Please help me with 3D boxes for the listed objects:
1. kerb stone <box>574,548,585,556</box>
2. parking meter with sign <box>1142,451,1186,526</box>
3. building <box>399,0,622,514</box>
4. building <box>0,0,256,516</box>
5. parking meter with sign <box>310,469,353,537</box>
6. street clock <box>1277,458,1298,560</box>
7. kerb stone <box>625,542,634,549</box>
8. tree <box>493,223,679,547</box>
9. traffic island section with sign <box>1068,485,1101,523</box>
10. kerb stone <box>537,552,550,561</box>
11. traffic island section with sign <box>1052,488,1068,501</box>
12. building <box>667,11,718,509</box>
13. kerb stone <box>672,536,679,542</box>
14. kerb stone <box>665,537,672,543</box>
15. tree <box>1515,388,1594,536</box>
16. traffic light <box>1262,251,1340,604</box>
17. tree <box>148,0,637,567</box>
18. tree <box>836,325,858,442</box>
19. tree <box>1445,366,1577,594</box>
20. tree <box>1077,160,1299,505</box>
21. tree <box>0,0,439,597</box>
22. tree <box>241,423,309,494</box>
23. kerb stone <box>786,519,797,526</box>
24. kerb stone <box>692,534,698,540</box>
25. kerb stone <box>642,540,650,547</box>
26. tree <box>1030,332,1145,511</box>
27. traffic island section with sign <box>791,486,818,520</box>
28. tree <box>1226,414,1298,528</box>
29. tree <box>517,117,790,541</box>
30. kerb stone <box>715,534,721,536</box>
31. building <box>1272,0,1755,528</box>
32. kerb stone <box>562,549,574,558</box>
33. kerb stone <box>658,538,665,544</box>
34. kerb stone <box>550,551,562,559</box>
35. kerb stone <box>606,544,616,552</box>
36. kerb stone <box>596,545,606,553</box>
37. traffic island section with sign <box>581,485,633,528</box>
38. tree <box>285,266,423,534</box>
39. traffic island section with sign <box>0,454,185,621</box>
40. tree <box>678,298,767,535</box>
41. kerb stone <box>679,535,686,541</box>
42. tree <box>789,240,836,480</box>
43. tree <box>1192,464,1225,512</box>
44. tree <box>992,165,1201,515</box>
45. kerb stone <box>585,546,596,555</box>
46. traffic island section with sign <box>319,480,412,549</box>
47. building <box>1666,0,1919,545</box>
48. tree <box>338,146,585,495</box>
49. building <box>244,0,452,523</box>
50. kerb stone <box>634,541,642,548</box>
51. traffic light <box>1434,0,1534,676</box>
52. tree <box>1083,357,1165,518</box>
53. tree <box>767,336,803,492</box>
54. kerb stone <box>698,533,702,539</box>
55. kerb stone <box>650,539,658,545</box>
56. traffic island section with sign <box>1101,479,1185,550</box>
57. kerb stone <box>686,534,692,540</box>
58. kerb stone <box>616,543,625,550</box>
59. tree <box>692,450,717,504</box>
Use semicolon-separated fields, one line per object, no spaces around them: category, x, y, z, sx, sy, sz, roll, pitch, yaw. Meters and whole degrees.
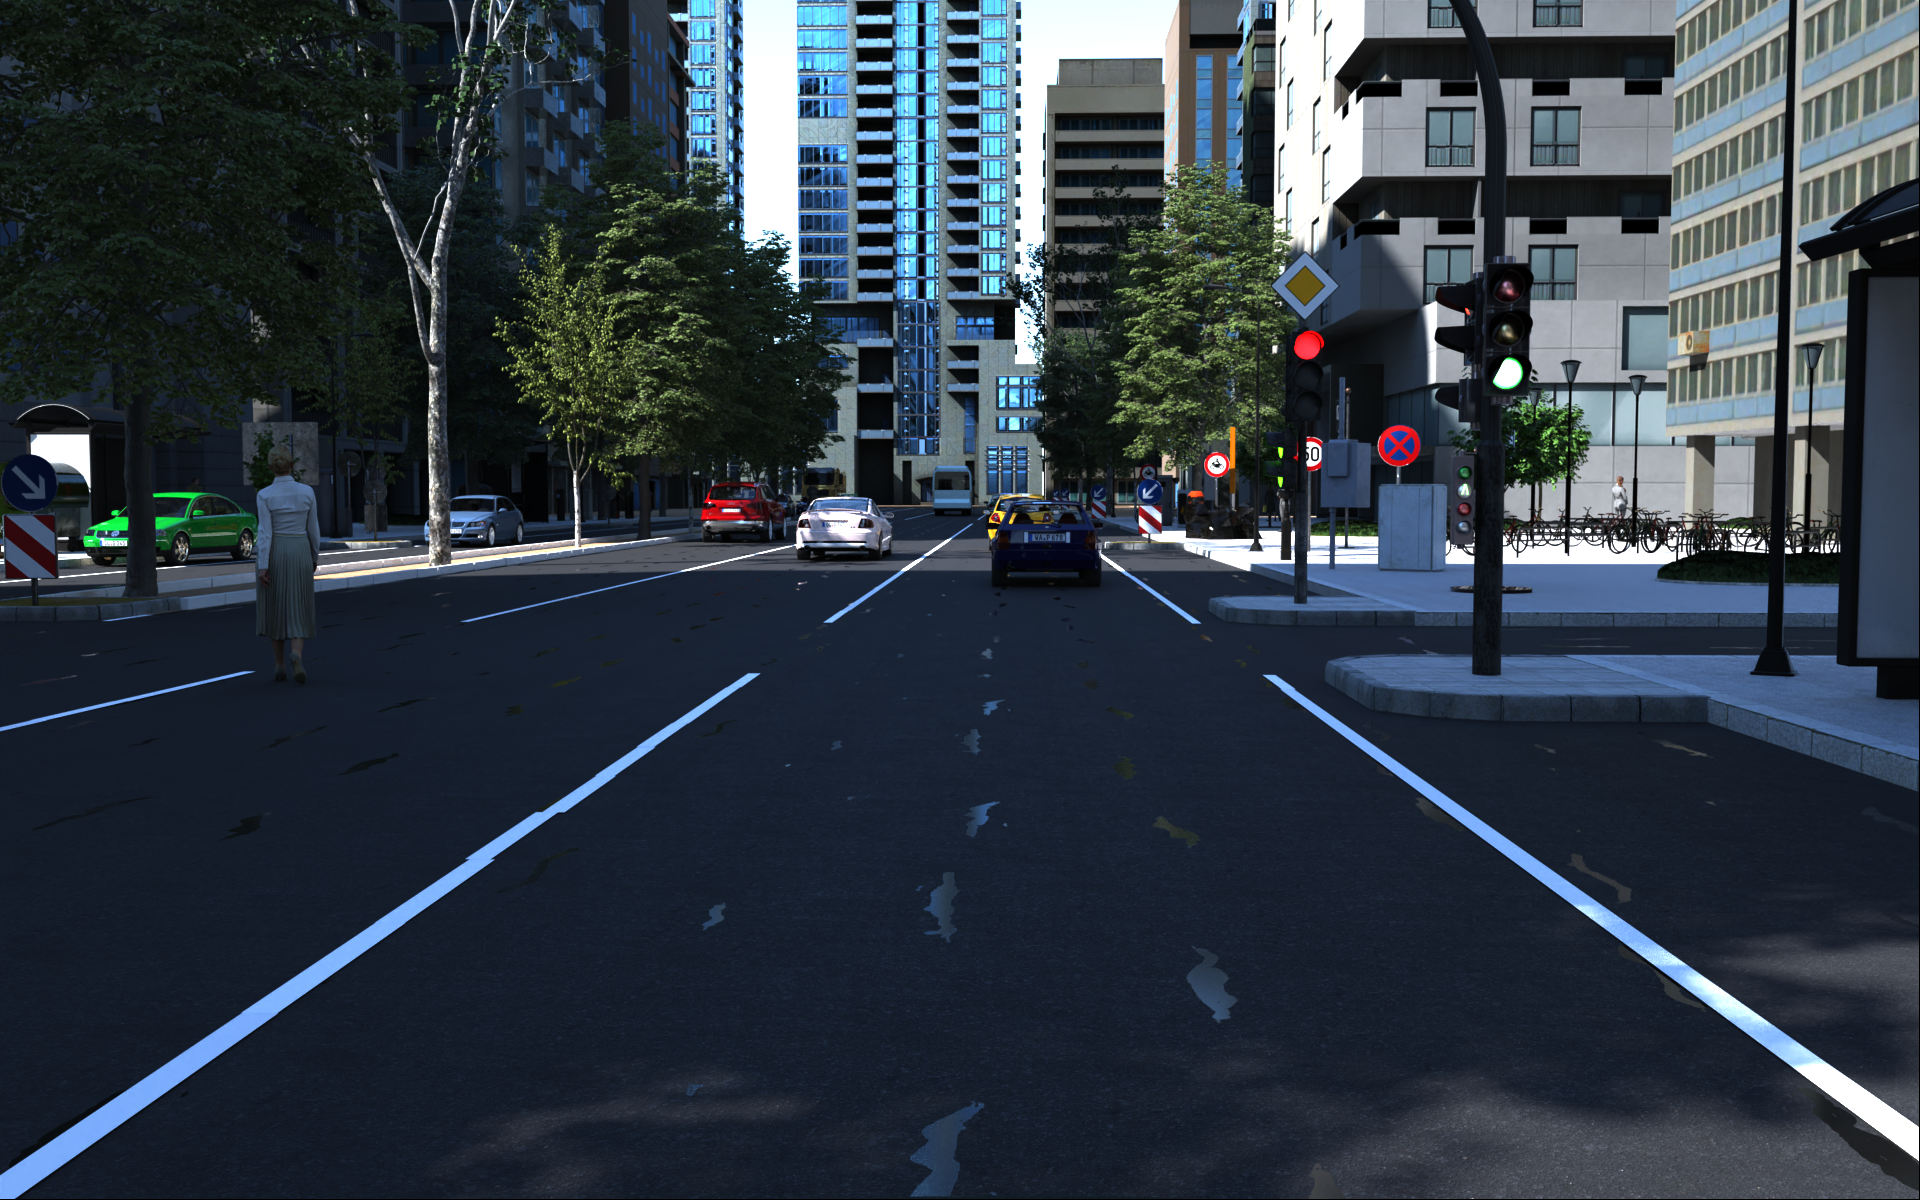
kerb stone;-8.953;-1.105;40.268;0.120;0.150;1.000;0;4;2
parking meter with sign;8.207;-4.498;69.806;1.738;3.016;0.543;0;4;5
building;-35.825;-30.125;112.147;23.786;49.044;30.456;0;4;2
building;-37.436;-31.057;49.778;21.231;58.520;28.212;0;4;2
parking meter with sign;-19.104;-3.405;51.938;1.738;3.016;0.543;1;4;11
street clock;6.324;-1.772;33.544;0.471;2.002;0.358;0;3;0
kerb stone;-8.790;-1.420;45.417;0.120;0.150;1.000;0;4;2
tree;-10.218;-5.699;46.000;4.737;8.622;4.395;0;3;0
traffic island section with sign;5.723;-3.957;73.324;1.989;1.847;2.006;0;4;2
kerb stone;-9.057;-0.917;37.195;0.120;0.150;1.000;0;4;2
traffic island section with sign;7.310;-6.978;122.716;1.989;1.847;2.006;0;4;2
building;-37.337;-30.521;153.647;28.867;44.769;22.147;0;4;2
kerb stone;-8.593;-1.796;51.562;0.120;0.150;1.000;0;4;2
kerb stone;-8.628;-1.733;50.537;0.120;0.150;1.000;0;4;2
tree;18.042;-4.295;53.929;4.285;4.588;4.351;0;3;0
traffic light;3.980;-1.914;20.223;0.839;4.253;0.868;0;4;2
tree;-11.425;-10.768;34.397;12.611;20.169;13.585;0;3;0
tree;-8.573;-9.704;79.244;7.486;12.596;7.792;0;3;0
tree;6.882;-1.712;22.598;1.663;3.219;1.824;0;3;0
tree;8.582;-8.647;59.502;7.486;12.596;7.792;0;3;0
tree;-10.881;-6.256;22.875;7.486;12.596;7.792;0;3;0
tree;-18.725;-3.201;46.933;1.663;3.219;1.824;0;3;0
kerb stone;-7.700;-3.488;79.244;0.120;0.150;1.000;0;4;2
kerb stone;-8.490;-1.984;54.632;0.120;0.150;1.000;0;4;2
kerb stone;-8.726;-1.546;47.466;0.120;0.150;1.000;0;4;2
tree;9.961;-13.898;133.893;9.857;13.997;8.962;0;3;0
traffic island section with sign;-8.223;-5.347;95.565;2.006;1.907;1.989;0;4;2
tree;11.945;-5.053;66.330;4.285;4.588;4.351;0;3;0
tree;-9.664;-8.074;52.587;7.486;12.596;7.792;0;3;0
kerb stone;-8.323;-2.298;59.773;0.120;0.150;1.000;0;4;2
building;29.686;-29.909;78.253;28.713;52.752;27.495;0;4;2
kerb stone;-8.987;-1.042;39.239;0.120;0.150;1.000;0;4;2
kerb stone;-8.656;-1.671;49.515;0.120;0.150;1.000;0;4;2
kerb stone;-9.022;-0.974;38.217;0.120;0.150;1.000;0;4;2
kerb stone;-8.851;-1.293;43.363;0.120;0.150;1.000;0;4;2
kerb stone;-8.886;-1.231;42.337;0.120;0.150;1.000;0;4;2
traffic island section with sign;-14.995;-3.975;73.625;1.989;1.847;2.006;0;4;2
tree;-19.049;-6.411;55.184;4.737;8.622;4.395;0;3;0
traffic island section with sign;-10.623;-0.754;20.464;2.006;1.907;1.989;0;4;2
tree;-9.268;-6.519;59.400;4.737;8.622;4.395;0;3;0
kerb stone;-8.562;-1.858;52.587;0.120;0.150;1.000;0;4;2
tree;-9.157;-8.920;66.430;7.486;12.596;7.792;0;3;0
tree;13.508;-6.012;92.889;1.663;3.219;1.824;0;3;0
tree;8.188;-15.085;102.534;12.611;20.169;13.585;0;3;0
kerb stone;-8.919;-1.167;41.308;0.120;0.150;1.000;0;4;2
traffic island section with sign;-15.863;-2.316;46.493;1.989;1.847;2.006;0;4;2
building;32.429;-21.332;40.662;23.993;40.220;32.217;0;4;2
tree;-18.085;-9.620;63.949;9.857;13.997;8.962;0;3;0
building;-36.185;-39.356;81.719;20.563;71.187;20.611;0;4;2
kerb stone;-8.751;-1.483;46.439;0.120;0.150;1.000;0;4;2
traffic light;1.630;-2.294;12.167;4.771;5.953;1.251;0;4;2
tree;9.429;-8.583;90.690;4.737;8.622;4.395;0;3;0
tree;-8.599;-7.360;73.162;4.737;8.622;4.395;0;3;0
kerb stone;-8.457;-2.046;55.654;0.120;0.150;1.000;0;4;2
kerb stone;-8.693;-1.608;48.487;0.120;0.150;1.000;0;4;2
traffic island section with sign;4.834;-2.262;45.607;1.989;1.847;2.006;0;4;2
kerb stone;-8.529;-1.921;53.608;0.120;0.150;1.000;0;4;2
kerb stone;-8.819;-1.358;44.395;0.120;0.150;1.000;0;4;2
tree;-16.338;-9.851;111.423;4.360;8.622;3.978;0;3;0
